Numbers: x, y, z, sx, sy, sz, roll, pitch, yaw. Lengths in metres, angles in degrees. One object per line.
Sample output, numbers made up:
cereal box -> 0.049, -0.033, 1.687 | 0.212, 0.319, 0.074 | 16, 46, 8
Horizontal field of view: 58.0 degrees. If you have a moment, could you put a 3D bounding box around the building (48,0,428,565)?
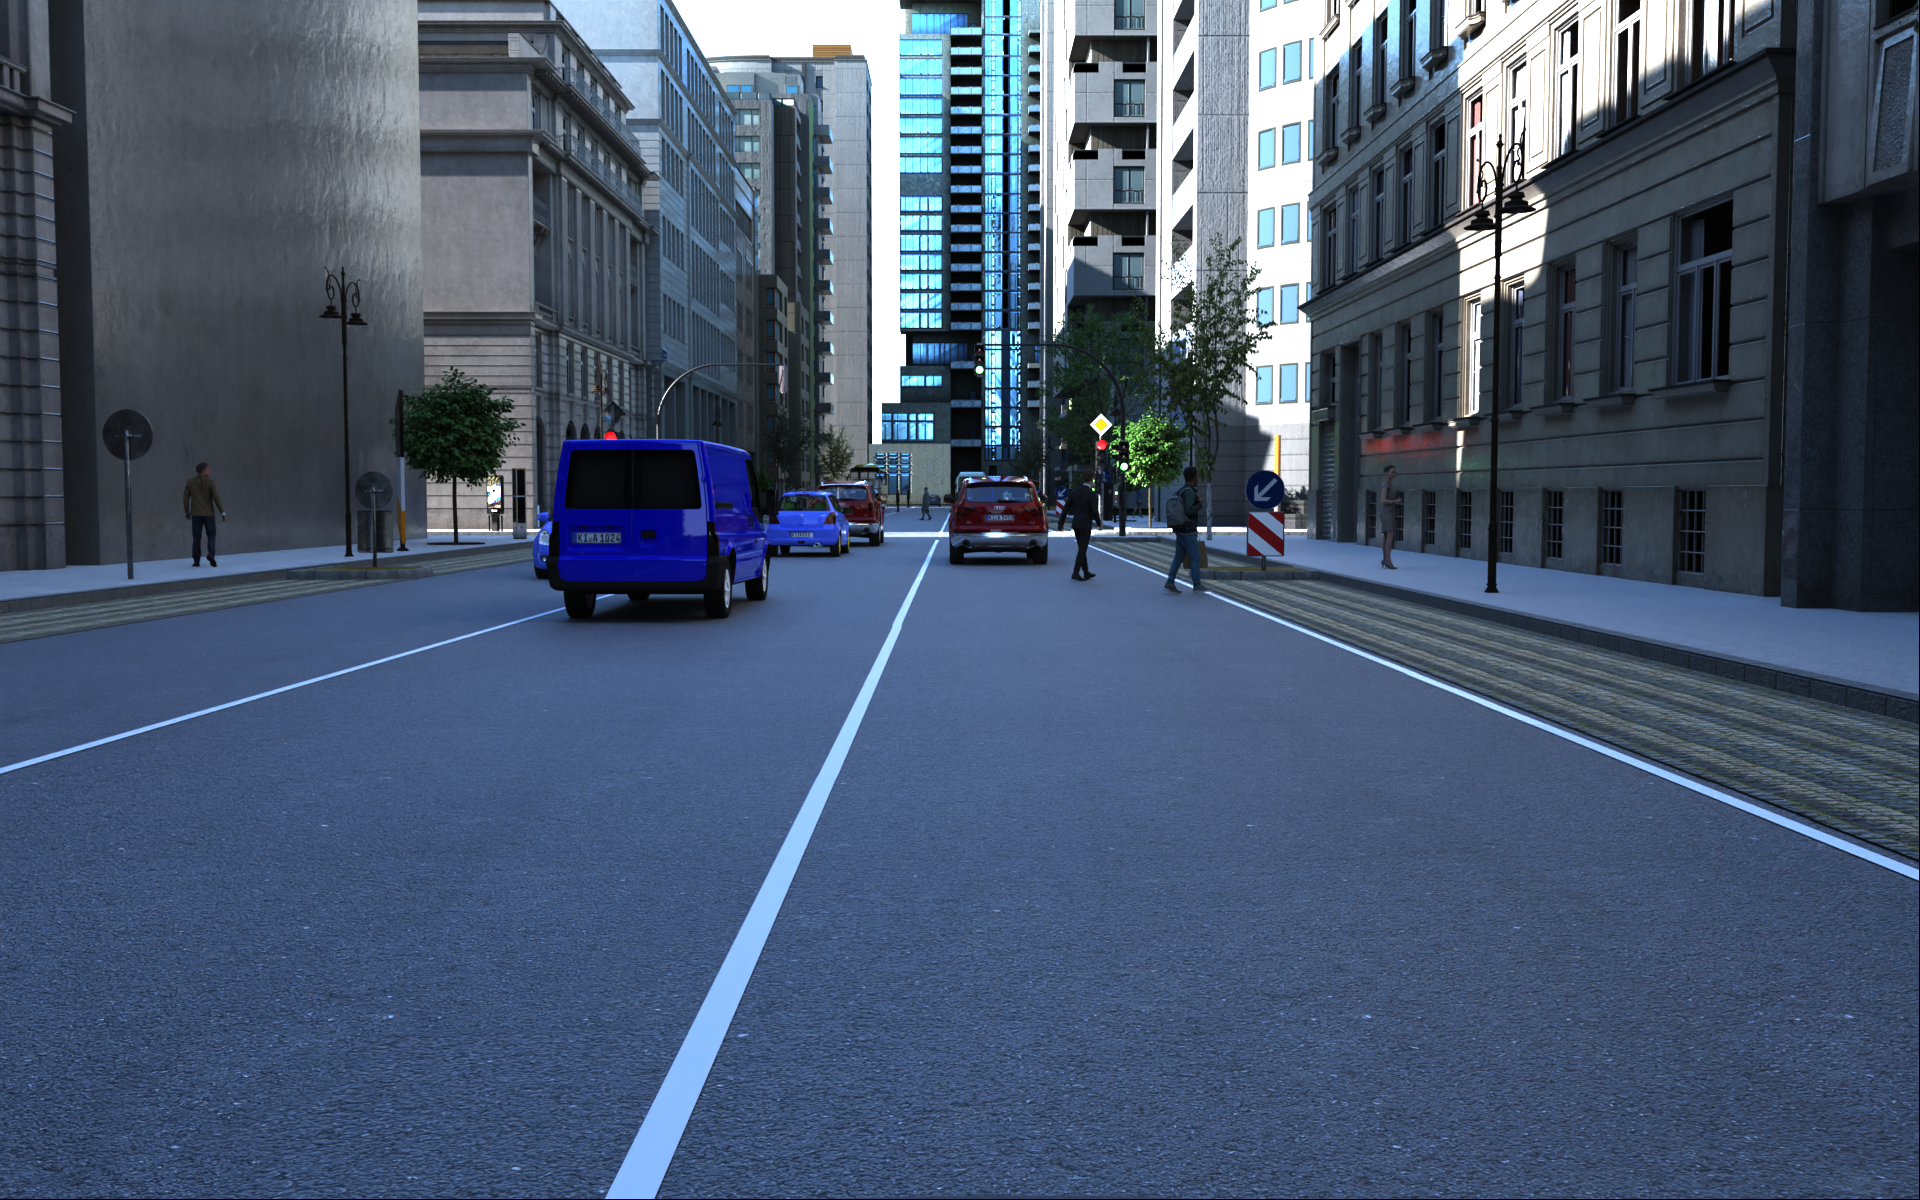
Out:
building -> -32.459, -14.397, 39.901 | 34.151, 26.468, 19.350 | 0, 3, 0

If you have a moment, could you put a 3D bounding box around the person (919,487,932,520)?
person -> -1.908, -5.295, 95.175 | 0.767, 1.812, 0.694 | 0, 4, -6

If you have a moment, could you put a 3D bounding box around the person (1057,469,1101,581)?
person -> 2.081, -1.251, 28.727 | 0.755, 1.850, 0.659 | -3, 5, -44

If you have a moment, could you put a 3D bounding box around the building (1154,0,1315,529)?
building -> 23.211, -32.349, 70.908 | 28.212, 58.520, 21.231 | 0, 3, 0

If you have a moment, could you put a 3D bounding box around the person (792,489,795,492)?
person -> -10.485, -6.166, 109.804 | 0.515, 1.767, 0.782 | 2, 4, 28

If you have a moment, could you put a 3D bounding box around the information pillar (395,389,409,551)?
information pillar -> -12.612, -2.916, 39.038 | 0.183, 3.616, 0.504 | -2, 4, -29

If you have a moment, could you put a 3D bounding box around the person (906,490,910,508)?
person -> -5.428, -10.562, 180.824 | 0.705, 1.869, 1.348 | 0, 4, 3

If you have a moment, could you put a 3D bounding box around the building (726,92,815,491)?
building -> -22.053, -29.862, 171.839 | 14.154, 41.232, 14.086 | 0, 3, 0

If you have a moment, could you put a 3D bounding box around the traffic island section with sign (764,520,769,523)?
traffic island section with sign -> -10.188, -4.678, 85.112 | 1.989, 1.847, 2.006 | 0, 3, 0

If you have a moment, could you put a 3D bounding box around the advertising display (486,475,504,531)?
advertising display -> -16.023, -3.334, 59.719 | 0.123, 1.923, 0.974 | -3, 5, -45

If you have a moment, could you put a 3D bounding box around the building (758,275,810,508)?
building -> -28.214, -18.712, 150.985 | 27.650, 21.520, 28.899 | 0, 3, 0

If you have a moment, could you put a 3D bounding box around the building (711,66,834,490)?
building -> -29.991, -35.325, 197.179 | 30.456, 49.044, 23.786 | 0, 3, 0

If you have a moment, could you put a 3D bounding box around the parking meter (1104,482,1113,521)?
parking meter -> 7.128, -4.730, 83.052 | 0.399, 1.863, 0.255 | -3, 5, -39

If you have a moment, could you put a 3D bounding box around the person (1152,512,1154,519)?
person -> 10.220, -5.075, 89.120 | 0.778, 1.811, 0.616 | -2, 4, -33

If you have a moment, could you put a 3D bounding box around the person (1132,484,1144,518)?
person -> 9.735, -5.425, 94.764 | 0.654, 1.822, 0.581 | 2, 4, 23

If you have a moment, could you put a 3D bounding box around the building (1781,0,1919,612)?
building -> 15.389, -11.688, 9.124 | 12.078, 24.808, 19.932 | 0, 3, 0

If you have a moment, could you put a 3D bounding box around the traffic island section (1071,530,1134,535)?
traffic island section -> 4.932, -2.338, 60.512 | 2.009, 0.180, 2.903 | 0, 3, 0

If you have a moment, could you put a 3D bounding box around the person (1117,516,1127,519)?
person -> 8.462, -4.912, 90.619 | 0.640, 1.303, 0.475 | 2, 4, 29

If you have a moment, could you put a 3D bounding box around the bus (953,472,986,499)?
bus -> 0.926, -9.498, 150.155 | 2.948, 3.499, 13.247 | 0, 4, -1

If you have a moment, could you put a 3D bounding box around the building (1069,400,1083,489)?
building -> 16.085, -28.207, 144.773 | 14.154, 41.232, 14.086 | 0, 3, 0

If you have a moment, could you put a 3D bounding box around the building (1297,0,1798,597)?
building -> 17.285, -12.346, 35.133 | 16.112, 22.955, 30.059 | 0, 3, 0

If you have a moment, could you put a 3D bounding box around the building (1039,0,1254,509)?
building -> 19.487, -39.919, 194.672 | 21.231, 58.520, 28.212 | 0, 3, 0

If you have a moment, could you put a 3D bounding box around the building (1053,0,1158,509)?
building -> 20.598, -32.452, 119.823 | 28.713, 52.752, 27.495 | 0, 3, 0

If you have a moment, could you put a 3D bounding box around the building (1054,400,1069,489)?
building -> 20.616, -31.283, 166.104 | 22.147, 44.769, 28.867 | 0, 3, 0

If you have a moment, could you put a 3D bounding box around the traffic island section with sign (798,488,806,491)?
traffic island section with sign -> -10.214, -6.340, 112.292 | 1.989, 1.847, 2.006 | 0, 3, 0

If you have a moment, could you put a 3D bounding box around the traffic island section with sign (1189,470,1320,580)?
traffic island section with sign -> 4.957, -1.278, 29.520 | 1.989, 1.847, 2.006 | 0, 3, 0

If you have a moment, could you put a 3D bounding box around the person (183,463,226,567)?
person -> -13.336, -1.507, 30.593 | 0.656, 1.842, 0.836 | -3, 5, -39

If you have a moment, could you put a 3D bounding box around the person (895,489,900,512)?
person -> -5.048, -8.009, 139.579 | 0.705, 1.807, 1.348 | 0, 4, -2

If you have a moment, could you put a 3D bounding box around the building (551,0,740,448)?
building -> -20.274, -19.759, 100.548 | 11.434, 29.767, 29.804 | 0, 3, 0

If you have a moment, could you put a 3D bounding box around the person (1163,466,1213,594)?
person -> 3.255, -0.993, 24.723 | 0.713, 1.824, 0.794 | 0, 4, 7

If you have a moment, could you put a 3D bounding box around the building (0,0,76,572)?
building -> -21.306, -10.761, 17.739 | 13.314, 21.916, 24.055 | 0, 3, 0

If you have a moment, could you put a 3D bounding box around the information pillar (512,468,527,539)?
information pillar -> -12.563, -2.746, 49.382 | 0.304, 2.012, 0.304 | -3, 4, -36

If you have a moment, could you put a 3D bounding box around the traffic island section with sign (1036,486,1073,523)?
traffic island section with sign -> 4.916, -4.738, 86.101 | 1.989, 1.847, 2.006 | 0, 3, 0

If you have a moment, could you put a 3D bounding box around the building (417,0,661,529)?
building -> -21.358, -14.188, 73.768 | 13.314, 21.916, 24.055 | 0, 3, 0

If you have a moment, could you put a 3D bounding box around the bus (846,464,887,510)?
bus -> -7.625, -9.354, 144.492 | 2.896, 3.916, 12.252 | 0, 4, 0

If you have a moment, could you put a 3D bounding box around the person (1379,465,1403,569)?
person -> 7.412, -1.433, 29.806 | 0.374, 1.781, 0.599 | 1, 4, 22

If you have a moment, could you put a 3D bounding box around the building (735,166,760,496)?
building -> -21.718, -18.807, 125.520 | 12.078, 24.808, 19.932 | 0, 3, 0

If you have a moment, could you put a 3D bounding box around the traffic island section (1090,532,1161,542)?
traffic island section -> 4.936, -1.850, 52.527 | 2.009, 0.180, 2.903 | 0, 3, 0

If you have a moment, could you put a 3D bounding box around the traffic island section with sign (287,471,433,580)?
traffic island section with sign -> -10.173, -1.287, 29.663 | 1.989, 1.847, 2.006 | 0, 3, 0
